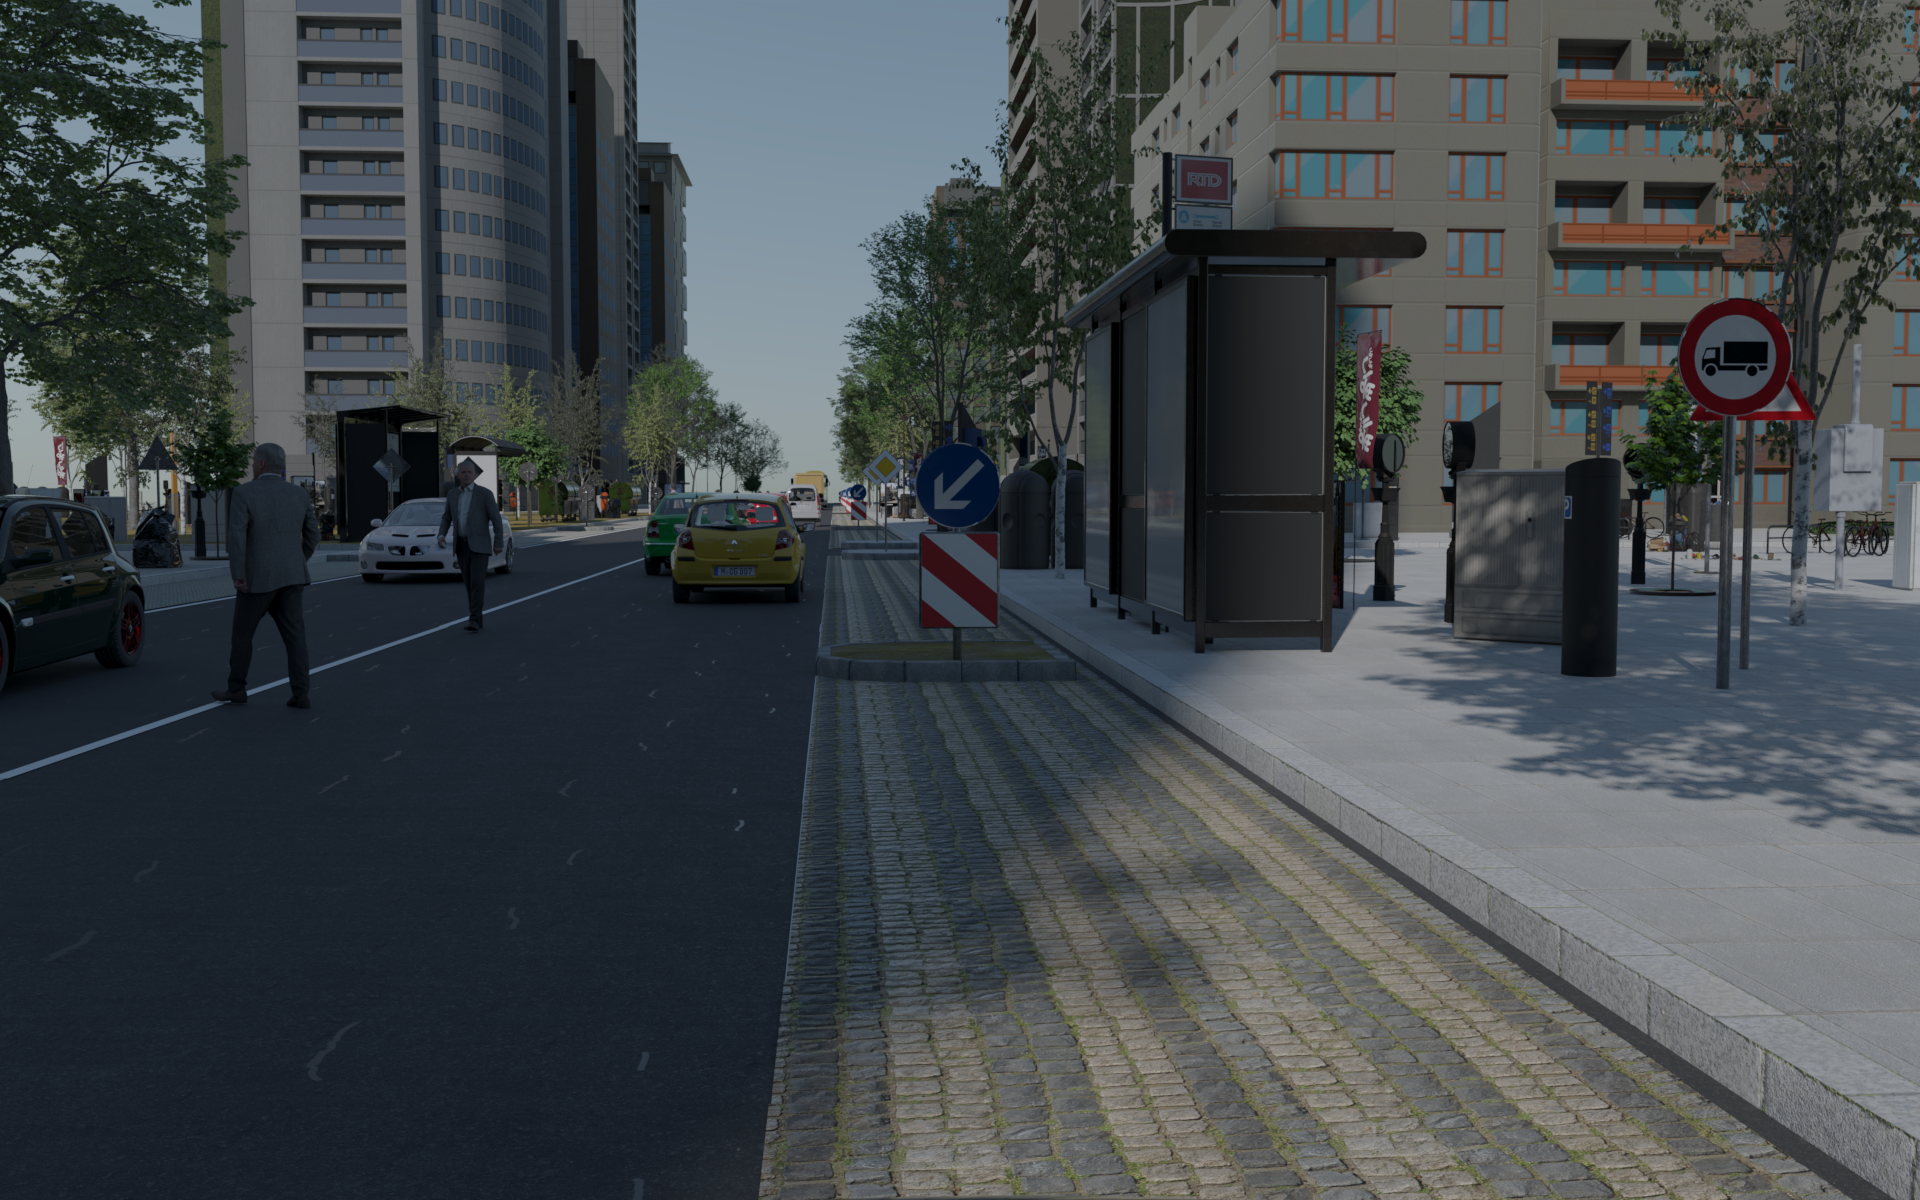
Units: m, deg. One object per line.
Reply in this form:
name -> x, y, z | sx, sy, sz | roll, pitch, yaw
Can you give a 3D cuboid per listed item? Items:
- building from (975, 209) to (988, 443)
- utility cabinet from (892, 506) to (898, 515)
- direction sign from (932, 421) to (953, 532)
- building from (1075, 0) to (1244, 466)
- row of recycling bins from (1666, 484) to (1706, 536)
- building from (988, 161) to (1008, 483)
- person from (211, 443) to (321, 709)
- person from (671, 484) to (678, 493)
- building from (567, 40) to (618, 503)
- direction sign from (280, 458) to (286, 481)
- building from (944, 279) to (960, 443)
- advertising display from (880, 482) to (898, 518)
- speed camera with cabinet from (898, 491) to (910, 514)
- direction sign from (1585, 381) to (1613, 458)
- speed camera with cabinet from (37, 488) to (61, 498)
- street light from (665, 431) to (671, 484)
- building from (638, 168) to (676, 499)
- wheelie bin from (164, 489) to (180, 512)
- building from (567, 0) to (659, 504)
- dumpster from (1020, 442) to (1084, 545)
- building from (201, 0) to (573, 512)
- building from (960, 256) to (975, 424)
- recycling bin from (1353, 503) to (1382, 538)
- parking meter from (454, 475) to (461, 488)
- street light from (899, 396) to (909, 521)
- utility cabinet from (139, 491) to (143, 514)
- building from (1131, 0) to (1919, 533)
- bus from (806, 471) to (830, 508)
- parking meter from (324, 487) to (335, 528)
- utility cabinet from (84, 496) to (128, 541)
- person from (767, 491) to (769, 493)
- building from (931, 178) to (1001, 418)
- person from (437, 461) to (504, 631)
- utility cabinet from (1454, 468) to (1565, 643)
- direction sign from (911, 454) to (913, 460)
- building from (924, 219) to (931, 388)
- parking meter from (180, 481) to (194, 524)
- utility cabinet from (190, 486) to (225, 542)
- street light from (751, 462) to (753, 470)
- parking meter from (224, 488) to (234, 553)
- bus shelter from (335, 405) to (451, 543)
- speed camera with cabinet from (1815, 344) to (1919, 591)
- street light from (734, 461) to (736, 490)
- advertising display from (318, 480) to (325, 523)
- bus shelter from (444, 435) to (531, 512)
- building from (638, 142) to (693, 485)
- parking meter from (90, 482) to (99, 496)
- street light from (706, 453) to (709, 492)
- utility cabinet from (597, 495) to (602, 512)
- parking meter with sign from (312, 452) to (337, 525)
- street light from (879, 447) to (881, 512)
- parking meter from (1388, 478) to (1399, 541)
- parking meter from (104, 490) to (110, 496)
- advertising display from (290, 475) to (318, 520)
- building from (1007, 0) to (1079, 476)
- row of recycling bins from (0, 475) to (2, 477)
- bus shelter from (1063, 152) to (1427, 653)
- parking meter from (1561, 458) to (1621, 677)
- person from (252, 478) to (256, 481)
building -> 9.364, -24.154, 166.611 | 14.160, 30.474, 14.107 | 0, 4, -4
utility cabinet -> -3.567, -5.726, 104.786 | 1.020, 1.237, 0.306 | 0, 4, 3
direction sign -> -0.543, -3.772, 53.667 | 0.876, 3.537, 0.379 | 3, 5, 43
building -> 16.895, -41.050, 109.420 | 20.563, 71.187, 20.611 | 0, 4, -4
row of recycling bins -> 22.966, -2.919, 54.833 | 1.069, 1.692, 3.534 | 1, 4, 12
building -> 10.363, -23.294, 152.565 | 14.160, 30.474, 14.107 | 0, 4, -4
person -> -4.717, -0.173, 11.734 | 0.834, 1.777, 0.661 | 2, 4, 32
person -> -10.293, -3.277, 62.357 | 0.678, 1.792, 0.850 | -2, 4, -35
building -> -42.642, -32.112, 175.146 | 14.600, 45.320, 14.200 | 0, 4, -4
direction sign -> -39.805, -6.691, 101.397 | 0.379, 3.537, 0.876 | 2, 4, 26
building -> 4.774, -28.106, 231.235 | 14.160, 30.474, 14.107 | 0, 4, -4
advertising display -> -3.853, -5.432, 94.030 | 0.974, 1.923, 0.123 | 0, 4, -8
speed camera with cabinet -> -2.580, -6.550, 101.422 | 2.038, 3.252, 0.660 | 1, 4, 18
direction sign -> 12.881, -2.629, 34.980 | 0.876, 3.537, 0.379 | -3, 4, -37
speed camera with cabinet -> -25.442, -3.212, 46.854 | 0.660, 3.252, 2.038 | 2, 4, 27
street light -> -20.669, -9.163, 122.608 | 0.468, 5.910, 1.993 | 0, 4, -4
building -> -47.298, -36.148, 241.127 | 14.600, 45.320, 14.200 | 0, 4, -4
wheelie bin -> -45.385, -5.630, 99.958 | 0.693, 1.594, 0.980 | 2, 4, 28
building -> -49.864, -47.963, 222.451 | 20.563, 71.187, 20.611 | 0, 4, -4
dumpster -> 1.786, -1.869, 33.045 | 1.502, 2.255, 1.985 | 0, 4, -4
building -> -42.607, -36.095, 132.158 | 21.231, 58.520, 28.212 | 0, 4, -4
building -> 7.875, -25.023, 180.833 | 14.160, 30.474, 14.107 | 0, 4, -4
recycling bin -> 12.006, -2.345, 50.895 | 0.722, 1.027, 0.722 | 0, 4, -5
parking meter -> -15.604, -2.967, 54.229 | 0.399, 1.863, 0.255 | -1, 4, -21
street light -> -2.650, -6.666, 81.780 | 0.468, 5.910, 1.993 | 0, 4, -4
utility cabinet -> -51.966, -6.180, 109.722 | 0.318, 1.500, 1.173 | -1, 4, -23
building -> 23.666, -13.831, 71.170 | 28.899, 21.520, 27.650 | 0, 4, -4
bus -> -15.323, -11.647, 181.982 | 2.896, 3.916, 12.252 | 0, 4, -2
parking meter -> -23.940, -3.509, 65.776 | 0.372, 1.533, 0.369 | 0, 3, 0
utility cabinet -> -23.214, -2.196, 47.073 | 1.020, 1.237, 0.306 | -1, 4, -20
person -> -16.970, -8.758, 152.370 | 1.217, 1.739, 0.721 | 2, 4, 32
building -> 3.154, -36.398, 245.217 | 14.600, 45.320, 14.200 | 0, 4, -4
person -> -5.138, -0.563, 18.110 | 0.661, 1.777, 0.834 | 0, 4, 1
utility cabinet -> 4.886, -0.384, 14.963 | 1.173, 1.500, 0.318 | 3, 5, 42
direction sign -> -2.521, -6.512, 98.469 | 0.379, 3.537, 0.876 | -3, 4, -36
building -> 5.882, -37.469, 267.235 | 22.147, 44.769, 28.867 | 0, 4, -4
parking meter -> -32.745, -4.134, 73.302 | 0.399, 1.863, 0.255 | 1, 4, 18
utility cabinet -> -19.562, -2.254, 45.530 | 1.173, 1.500, 0.318 | 0, 4, 2
street light -> -29.287, -16.572, 243.745 | 0.468, 5.910, 1.993 | 0, 4, -4
parking meter -> -15.840, -1.796, 37.779 | 0.372, 1.533, 0.369 | 0, 3, 0
bus shelter -> -15.802, -3.507, 48.623 | 1.731, 3.624, 6.357 | 0, 4, -4
speed camera with cabinet -> 12.554, -1.759, 23.095 | 2.038, 3.252, 0.660 | 0, 4, 5
street light -> -26.599, -14.213, 205.163 | 0.468, 5.910, 1.993 | 0, 4, -4
advertising display -> -29.068, -4.450, 77.966 | 0.974, 1.923, 0.123 | -2, 4, -32
bus shelter -> -17.001, -4.202, 62.624 | 2.014, 3.302, 5.546 | 0, 4, -4
building -> -55.619, -41.135, 261.789 | 28.713, 52.752, 27.495 | 0, 4, -4
parking meter -> -42.177, -4.814, 84.426 | 0.399, 1.863, 0.255 | 2, 4, 33
street light -> -23.431, -11.489, 160.626 | 0.468, 5.910, 1.993 | 0, 4, -4
utility cabinet -> -19.723, -5.110, 94.708 | 0.306, 1.237, 1.020 | -1, 4, -12
parking meter with sign -> -26.189, -4.672, 72.642 | 1.738, 3.016, 0.543 | -1, 4, -15
street light -> -5.618, -9.060, 120.916 | 0.468, 5.910, 1.993 | 0, 4, -4
parking meter -> 11.895, -2.559, 47.551 | 0.255, 1.863, 0.399 | 1, 4, 21
parking meter -> -51.781, -5.912, 105.069 | 0.372, 1.533, 0.369 | 0, 3, 0
advertising display -> -22.831, -3.363, 60.196 | 0.123, 1.923, 0.974 | 2, 4, 27
building -> 15.364, -31.238, 134.450 | 21.300, 48.544, 21.600 | 0, 4, -4
row of recycling bins -> -14.584, -1.023, 23.842 | 3.534, 1.692, 1.069 | 1, 4, 18
bus shelter -> 2.369, -2.475, 18.092 | 2.179, 5.291, 8.768 | 0, 4, -4
parking meter -> 4.466, -0.235, 12.259 | 0.372, 1.533, 0.369 | 0, 3, 0
person -> -12.338, -1.301, 30.525 | 0.760, 1.731, 0.466 | 2, 4, 28
